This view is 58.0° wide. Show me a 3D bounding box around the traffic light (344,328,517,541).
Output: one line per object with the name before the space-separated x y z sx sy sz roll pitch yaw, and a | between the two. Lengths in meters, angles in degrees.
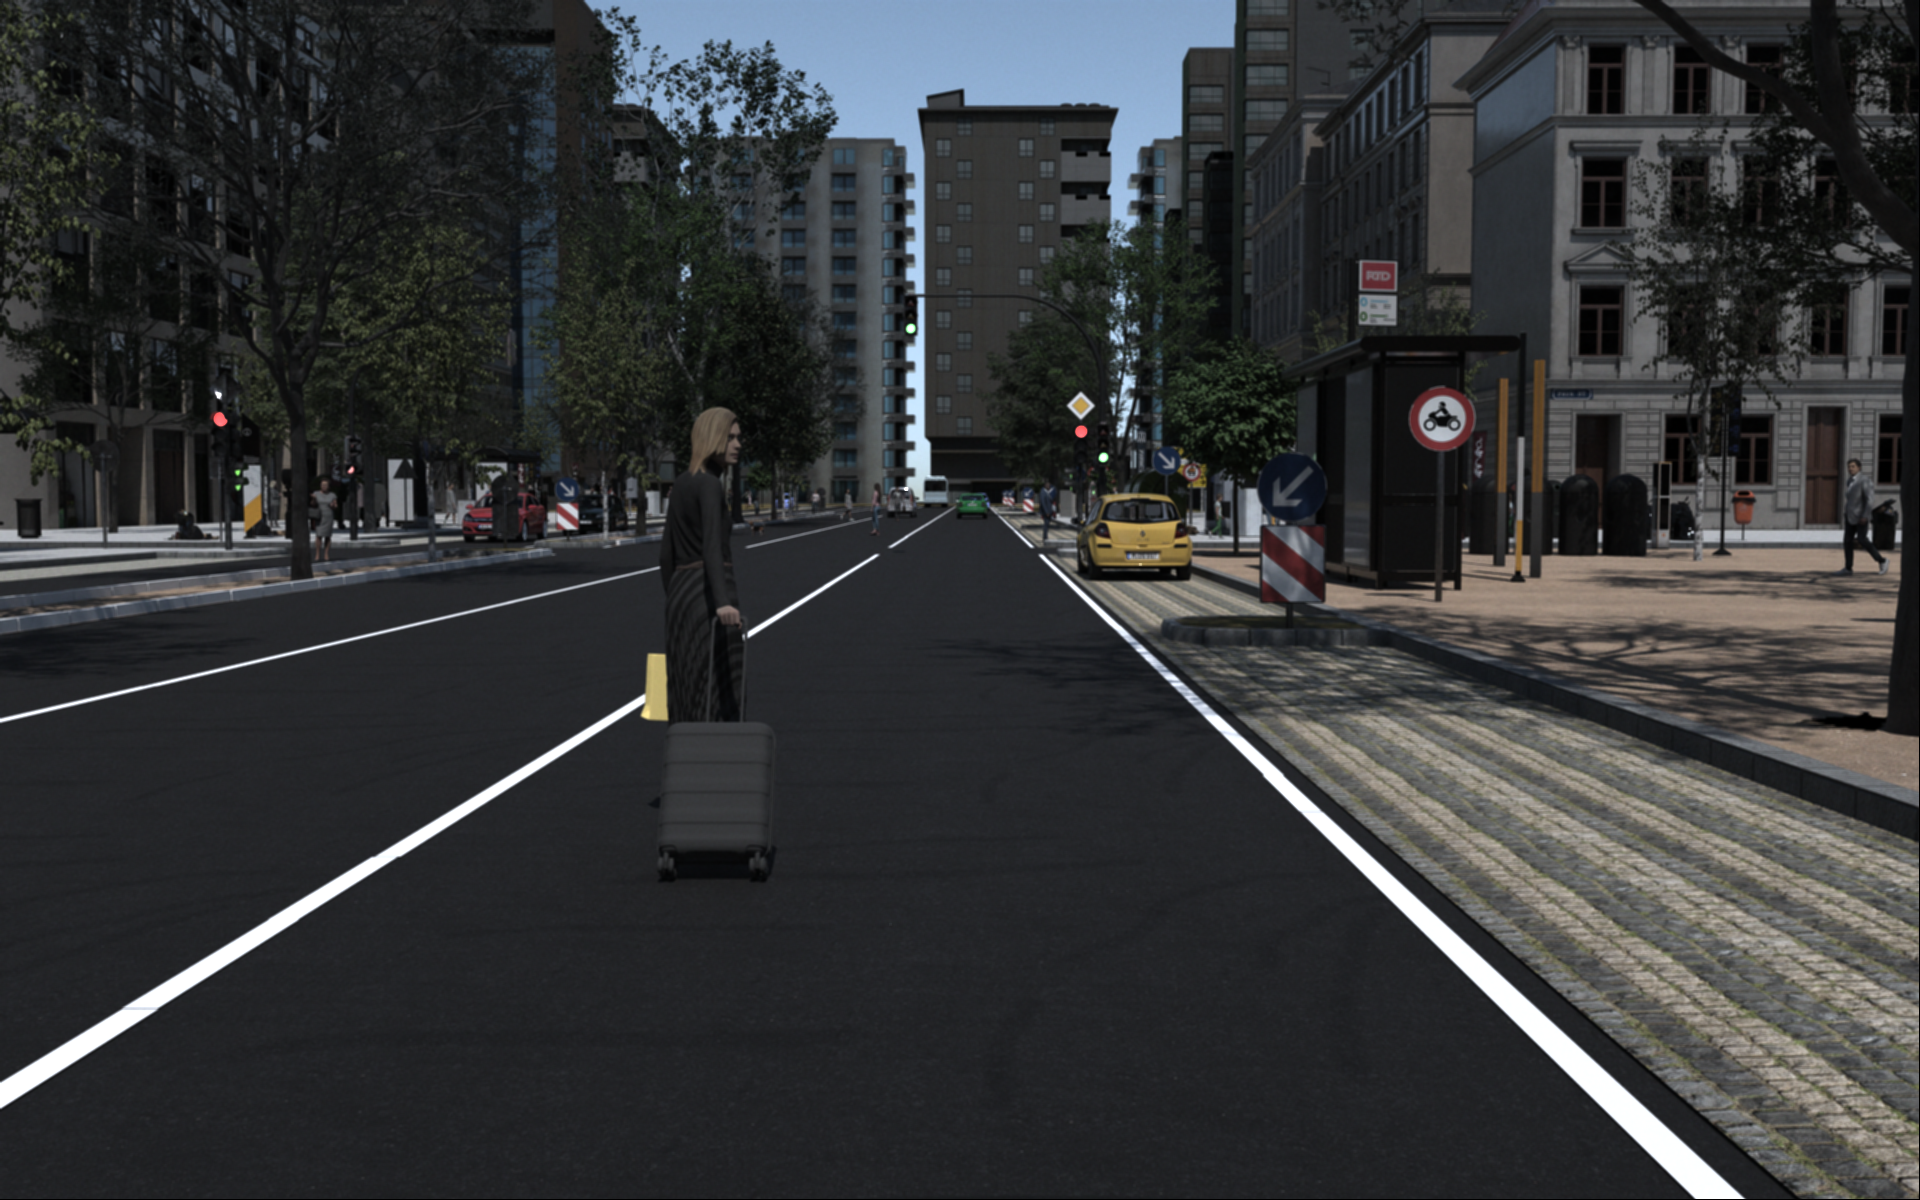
traffic light | -14.587 -4.461 47.606 4.771 5.953 1.251 0 4 1

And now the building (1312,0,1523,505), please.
building | 26.676 -17.876 89.542 12.463 27.353 25.104 0 4 1

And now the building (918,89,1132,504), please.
building | 8.544 -39.436 234.009 27.495 52.752 28.713 0 4 1

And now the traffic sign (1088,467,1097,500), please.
traffic sign | 6.056 -4.700 76.946 0.768 2.556 0.104 1 4 10

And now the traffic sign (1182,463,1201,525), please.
traffic sign | 9.478 -4.330 70.904 0.768 2.556 0.104 0 4 2

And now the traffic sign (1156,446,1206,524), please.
traffic sign | 9.498 -4.895 73.908 2.265 3.308 0.079 0 4 3

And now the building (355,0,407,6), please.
building | -74.690 -48.395 229.512 20.611 71.187 20.563 0 4 1

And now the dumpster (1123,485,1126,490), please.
dumpster | 5.767 -2.943 53.870 1.264 1.857 1.865 0 4 1

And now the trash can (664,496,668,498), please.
trash can | -20.278 -6.668 120.670 0.748 1.137 0.748 0 3 0

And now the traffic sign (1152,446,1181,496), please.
traffic sign | 5.518 -2.827 46.322 0.768 2.556 0.104 0 4 2

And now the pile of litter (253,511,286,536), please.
pile of litter | -21.250 -2.395 53.116 1.176 0.858 1.719 -2 4 -29

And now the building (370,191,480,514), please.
building | -38.218 -16.536 106.528 11.583 22.565 21.152 0 4 1

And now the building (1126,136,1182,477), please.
building | 37.524 -37.408 231.237 30.456 49.044 23.786 0 4 1

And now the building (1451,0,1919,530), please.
building | 30.751 -14.052 65.909 21.152 22.565 11.583 0 4 1

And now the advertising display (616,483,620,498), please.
advertising display | -19.116 -5.609 96.924 0.123 1.923 0.974 0 4 -6

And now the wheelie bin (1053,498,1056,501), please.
wheelie bin | 5.619 -6.100 107.637 0.693 1.594 0.980 0 4 2

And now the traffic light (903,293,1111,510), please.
traffic light | 1.114 -3.954 39.315 4.771 5.953 1.251 0 4 1

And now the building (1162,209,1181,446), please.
building | 27.498 -24.797 177.129 14.160 30.474 14.107 0 4 1

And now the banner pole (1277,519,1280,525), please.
banner pole | 9.237 -3.690 50.351 0.401 3.779 0.863 0 4 0

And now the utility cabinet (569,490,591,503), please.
utility cabinet | -20.338 -5.128 92.522 1.173 1.500 0.318 -2 4 -28

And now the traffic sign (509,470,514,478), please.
traffic sign | -21.484 -5.030 82.250 0.884 2.594 0.081 0 4 4

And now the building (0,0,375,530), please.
building | -42.220 -16.761 78.564 19.350 26.468 34.151 0 4 1

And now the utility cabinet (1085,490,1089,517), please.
utility cabinet | 7.214 -5.251 94.540 0.318 1.500 1.173 2 4 32

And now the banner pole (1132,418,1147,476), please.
banner pole | 5.908 -4.126 57.473 0.863 3.779 0.401 -3 5 -40

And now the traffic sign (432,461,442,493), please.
traffic sign | -19.982 -4.008 65.638 0.768 2.556 0.104 0 4 8

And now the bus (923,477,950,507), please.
bus | -2.582 -11.895 189.342 2.948 3.499 13.247 0 3 0

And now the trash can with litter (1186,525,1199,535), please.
trash can with litter | 7.018 -2.630 54.389 1.055 1.170 0.624 2 4 35

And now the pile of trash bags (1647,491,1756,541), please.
pile of trash bags | 20.282 -2.355 48.252 3.447 1.369 1.912 2 4 26

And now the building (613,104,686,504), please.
building | -50.599 -39.442 234.114 27.495 52.752 28.713 0 4 1

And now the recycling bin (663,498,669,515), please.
recycling bin | -18.108 -5.852 108.232 0.722 1.027 0.722 -2 4 -27

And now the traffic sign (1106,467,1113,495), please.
traffic sign | 6.802 -4.919 80.433 0.884 2.594 0.081 0 4 4

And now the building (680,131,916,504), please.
building | -21.170 -37.402 231.124 30.456 49.044 23.786 0 4 1

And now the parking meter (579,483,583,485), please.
parking meter | -19.620 -5.120 89.418 0.255 1.863 0.399 1 4 13

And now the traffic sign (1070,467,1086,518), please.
traffic sign | 5.399 -4.849 79.393 0.768 2.556 0.104 0 4 1

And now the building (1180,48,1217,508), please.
building | 27.552 -29.292 162.526 14.154 41.232 14.086 0 4 1

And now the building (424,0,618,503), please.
building | -38.928 -30.785 153.439 14.600 45.320 14.200 0 4 1

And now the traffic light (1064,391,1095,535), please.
traffic light | 3.281 -3.578 47.422 0.839 4.253 0.868 0 4 1

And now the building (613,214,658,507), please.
building | -38.736 -24.854 178.069 14.107 30.474 14.160 0 4 1

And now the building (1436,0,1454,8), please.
building | 58.569 -52.545 171.784 31.000 86.520 22.319 0 4 1

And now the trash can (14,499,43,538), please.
trash can | -26.984 -2.358 50.204 0.748 1.137 0.748 0 3 0

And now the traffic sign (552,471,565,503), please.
traffic sign | -22.325 -5.881 96.260 0.768 2.556 0.104 0 4 4

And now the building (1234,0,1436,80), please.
building | 28.014 -27.566 134.297 14.154 41.232 14.086 0 4 1

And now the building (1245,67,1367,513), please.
building | 26.536 -19.949 112.071 13.634 28.700 20.117 0 4 1

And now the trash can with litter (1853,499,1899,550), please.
trash can with litter | 20.983 -1.741 39.851 1.055 1.170 0.624 3 5 45

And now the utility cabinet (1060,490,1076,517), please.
utility cabinet | 6.067 -5.423 97.337 0.318 1.500 1.173 -2 4 -32

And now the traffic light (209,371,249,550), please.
traffic light | -16.753 -3.100 39.605 0.839 4.253 0.868 0 4 1

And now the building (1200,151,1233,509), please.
building | 27.485 -23.058 148.701 14.160 30.474 14.107 0 4 1

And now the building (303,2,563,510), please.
building | -48.751 -27.079 134.623 32.217 40.220 23.993 0 4 1

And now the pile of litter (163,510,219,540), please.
pile of litter | -21.595 -2.123 48.677 1.719 0.858 1.176 3 4 37

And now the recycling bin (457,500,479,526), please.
recycling bin | -19.512 -3.445 68.882 0.722 1.027 0.722 0 4 7

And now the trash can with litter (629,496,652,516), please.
trash can with litter | -18.711 -5.455 100.239 2.233 1.210 1.678 0 4 -3
